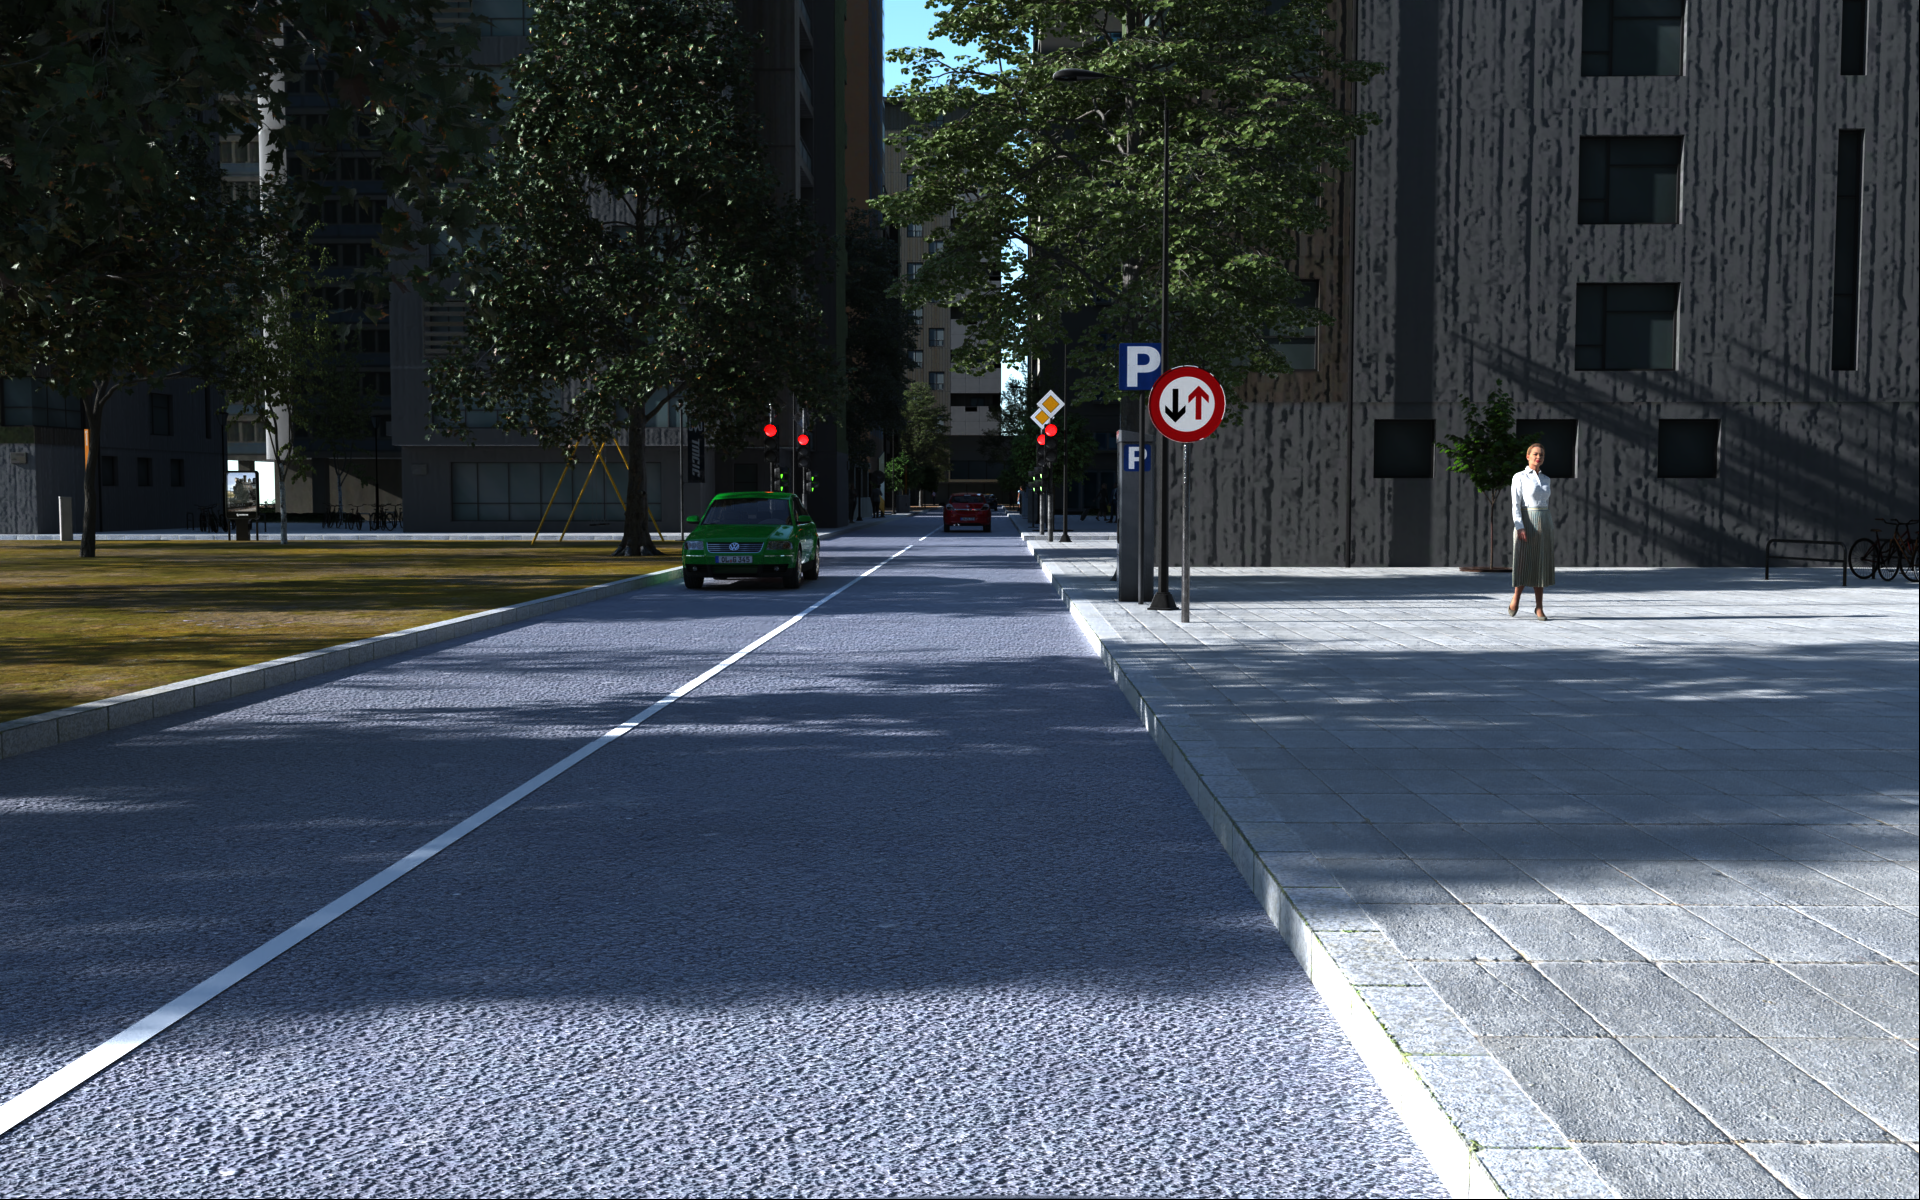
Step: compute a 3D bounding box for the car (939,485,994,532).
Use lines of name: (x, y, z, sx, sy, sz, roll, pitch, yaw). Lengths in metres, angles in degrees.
car: (0.258, -3.514, 66.489, 2.155, 1.783, 4.494, 0, 4, -1)

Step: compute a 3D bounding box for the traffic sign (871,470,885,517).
traffic sign: (-4.405, -5.682, 93.001, 0.768, 2.556, 0.104, 0, 4, 3)

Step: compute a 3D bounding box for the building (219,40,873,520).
building: (-21.281, -24.482, 92.160, 32.217, 40.220, 23.993, 0, 4, 1)

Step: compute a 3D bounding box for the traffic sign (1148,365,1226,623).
traffic sign: (2.252, -1.047, 17.223, 0.768, 2.556, 0.104, 1, 4, 10)

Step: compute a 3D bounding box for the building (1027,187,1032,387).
building: (15.861, -34.984, 222.099, 14.200, 45.320, 14.600, 0, 4, 1)

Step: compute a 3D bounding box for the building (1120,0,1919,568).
building: (10.297, -16.182, 36.279, 14.160, 30.474, 14.107, 0, 4, 1)

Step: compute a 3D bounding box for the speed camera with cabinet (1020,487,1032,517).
speed camera with cabinet: (3.831, -6.374, 98.553, 0.660, 3.252, 2.038, 0, 4, -8)

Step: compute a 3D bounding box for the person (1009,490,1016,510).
person: (4.327, -8.289, 143.032, 0.593, 1.643, 0.415, 0, 4, 1)

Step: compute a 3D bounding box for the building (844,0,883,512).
building: (-12.647, -28.671, 118.889, 14.600, 45.320, 14.200, 0, 4, 1)

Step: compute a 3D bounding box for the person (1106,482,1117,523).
person: (6.903, -4.338, 77.150, 0.721, 1.800, 0.419, 3, 5, 42)

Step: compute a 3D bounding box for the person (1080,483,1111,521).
person: (6.527, -4.711, 83.281, 1.509, 1.804, 0.699, 0, 4, -2)

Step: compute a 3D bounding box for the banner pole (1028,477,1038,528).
banner pole: (2.960, -4.642, 65.913, 0.863, 3.779, 0.401, 3, 5, 45)

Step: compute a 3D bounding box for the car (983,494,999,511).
car: (2.293, -8.257, 147.008, 2.014, 1.417, 4.499, 0, 4, 1)

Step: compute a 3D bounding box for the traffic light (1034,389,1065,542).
traffic light: (2.416, -3.526, 46.566, 0.839, 4.253, 0.868, 0, 4, 1)

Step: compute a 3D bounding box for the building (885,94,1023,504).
building: (-5.320, -39.131, 229.036, 27.495, 52.752, 28.713, 0, 4, 1)

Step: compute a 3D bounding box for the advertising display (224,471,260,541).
advertising display: (-19.725, -2.593, 47.611, 0.974, 1.923, 0.123, 1, 4, 11)

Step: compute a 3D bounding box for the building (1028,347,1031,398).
building: (21.577, -21.047, 189.158, 27.650, 21.520, 28.899, 0, 4, 1)

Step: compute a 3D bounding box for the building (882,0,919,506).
building: (-20.333, -53.737, 191.269, 31.000, 86.520, 22.319, 0, 4, 1)

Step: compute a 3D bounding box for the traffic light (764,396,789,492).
traffic light: (-5.044, -3.533, 46.693, 0.839, 4.253, 0.868, 0, 4, 1)

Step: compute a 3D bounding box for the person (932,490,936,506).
person: (-2.979, -11.404, 193.444, 0.436, 1.711, 0.756, 3, 5, 41)

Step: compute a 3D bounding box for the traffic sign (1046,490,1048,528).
traffic sign: (3.254, -3.961, 64.873, 0.768, 2.556, 0.104, 1, 4, 10)

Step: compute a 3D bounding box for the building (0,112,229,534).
building: (-36.029, -17.709, 61.248, 14.107, 30.474, 14.160, 0, 4, 1)

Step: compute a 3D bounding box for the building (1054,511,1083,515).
building: (15.742, -30.066, 115.277, 21.300, 48.544, 21.600, 0, 4, 1)

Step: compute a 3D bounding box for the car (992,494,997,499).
car: (2.780, -10.148, 176.139, 2.015, 1.641, 3.980, 0, 4, 1)

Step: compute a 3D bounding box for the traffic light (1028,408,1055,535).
traffic light: (2.570, -4.014, 54.550, 0.839, 4.253, 0.868, 0, 4, 1)

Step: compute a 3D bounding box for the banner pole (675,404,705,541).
banner pole: (-7.360, -3.501, 47.264, 0.863, 3.779, 0.401, -1, 4, -16)

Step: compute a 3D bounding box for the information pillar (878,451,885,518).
information pillar: (-4.309, -6.327, 94.799, 0.183, 3.616, 0.504, 3, 4, 37)

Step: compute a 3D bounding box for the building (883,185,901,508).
building: (-12.879, -23.835, 161.402, 14.160, 30.474, 14.107, 0, 4, 1)

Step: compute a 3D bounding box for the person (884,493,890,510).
person: (-6.237, -8.141, 139.116, 1.348, 1.831, 0.705, -1, 4, -13)

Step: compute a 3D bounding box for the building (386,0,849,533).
building: (-11.674, -23.169, 62.405, 14.154, 41.232, 14.086, 0, 4, 1)

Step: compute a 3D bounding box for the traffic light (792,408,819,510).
traffic light: (-4.890, -4.022, 54.677, 0.839, 4.253, 0.868, 0, 4, 1)

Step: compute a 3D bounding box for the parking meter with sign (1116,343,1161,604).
parking meter with sign: (2.140, -1.506, 20.885, 0.543, 3.016, 1.738, 0, 4, 2)

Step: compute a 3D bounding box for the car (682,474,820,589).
car: (-3.284, -1.155, 27.685, 1.959, 1.807, 4.718, 0, 4, 1)

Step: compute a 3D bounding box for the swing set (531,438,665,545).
swing set: (-9.357, -2.885, 44.785, 2.862, 2.851, 3.119, 0, 4, 1)
